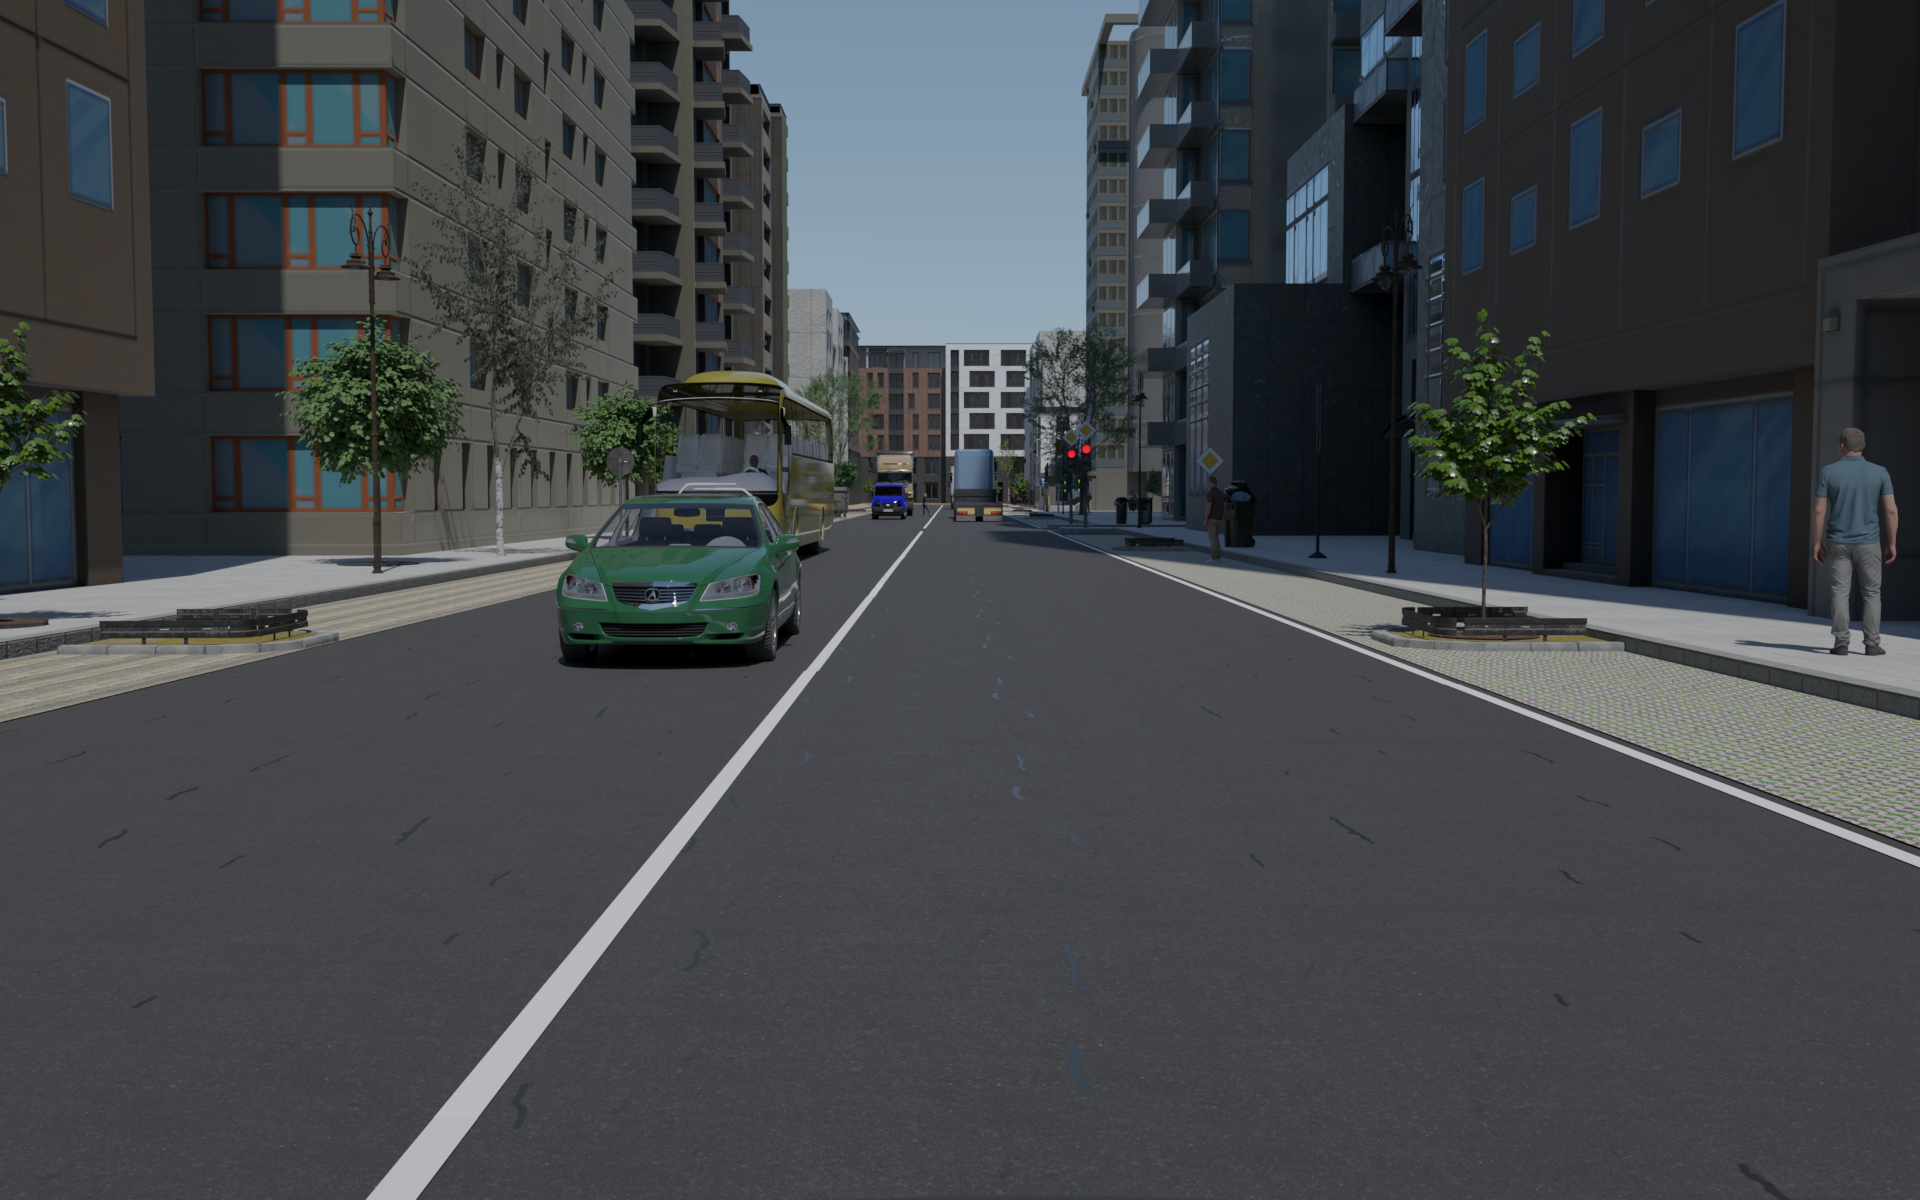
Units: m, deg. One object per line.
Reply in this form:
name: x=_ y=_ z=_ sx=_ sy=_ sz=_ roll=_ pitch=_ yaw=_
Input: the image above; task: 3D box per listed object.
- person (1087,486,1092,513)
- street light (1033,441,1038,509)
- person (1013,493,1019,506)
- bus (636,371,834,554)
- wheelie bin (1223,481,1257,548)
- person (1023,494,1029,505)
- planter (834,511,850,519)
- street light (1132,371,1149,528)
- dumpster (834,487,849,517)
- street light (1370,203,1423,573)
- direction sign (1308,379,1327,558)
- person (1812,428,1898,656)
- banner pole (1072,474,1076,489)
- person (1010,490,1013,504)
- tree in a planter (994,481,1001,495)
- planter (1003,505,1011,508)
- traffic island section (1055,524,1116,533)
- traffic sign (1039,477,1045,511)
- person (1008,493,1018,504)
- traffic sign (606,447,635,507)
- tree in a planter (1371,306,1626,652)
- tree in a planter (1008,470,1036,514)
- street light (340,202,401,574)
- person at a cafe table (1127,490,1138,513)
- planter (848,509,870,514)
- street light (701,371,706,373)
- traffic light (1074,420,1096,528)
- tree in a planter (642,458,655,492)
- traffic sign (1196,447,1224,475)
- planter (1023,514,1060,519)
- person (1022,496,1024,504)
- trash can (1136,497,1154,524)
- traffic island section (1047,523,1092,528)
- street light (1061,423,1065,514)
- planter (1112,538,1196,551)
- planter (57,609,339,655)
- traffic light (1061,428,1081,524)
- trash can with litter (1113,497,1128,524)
person: x=8.667 y=-6.856 z=118.005 sx=0.709 sy=1.838 sz=0.599 roll=-1 pitch=4 yaw=-12
street light: x=6.410 y=-10.725 z=148.148 sx=0.468 sy=5.910 sz=1.993 roll=0 pitch=4 yaw=0
person: x=6.194 y=-11.461 z=193.392 sx=0.705 sy=1.831 sz=1.348 roll=2 pitch=4 yaw=31
bus: x=-4.534 y=-2.860 z=38.305 sx=2.896 sy=3.916 sz=12.252 roll=0 pitch=4 yaw=1
wheelie bin: x=6.712 y=-2.065 z=41.679 sx=0.693 sy=1.594 sz=0.980 roll=-1 pitch=4 yaw=-23
person: x=7.984 y=-12.245 z=209.443 sx=0.628 sy=1.438 sz=0.799 roll=1 pitch=4 yaw=10
planter: x=-7.433 y=-4.727 z=98.426 sx=1.991 sy=0.319 sz=1.994 roll=0 pitch=4 yaw=0
street light: x=6.758 y=-5.642 z=65.034 sx=0.468 sy=5.910 sz=1.993 roll=0 pitch=4 yaw=0
dumpster: x=-7.742 y=-5.959 z=105.645 sx=1.865 sy=1.857 sz=1.264 roll=0 pitch=4 yaw=1
street light: x=6.993 y=-3.371 z=27.896 sx=0.468 sy=5.910 sz=1.993 roll=0 pitch=4 yaw=0
direction sign: x=7.161 y=-2.604 z=34.578 sx=0.379 sy=3.537 sz=0.876 roll=0 pitch=4 yaw=6
person: x=7.137 y=-0.468 z=13.815 sx=0.598 sy=1.807 sz=0.434 roll=2 pitch=4 yaw=33
banner pole: x=6.517 y=-6.746 z=100.314 sx=0.401 sy=3.779 sz=0.863 roll=-2 pitch=4 yaw=-27
person: x=6.523 y=-13.093 z=220.120 sx=0.705 sy=1.823 sz=1.348 roll=1 pitch=4 yaw=9
tree in a planter: x=4.082 y=-12.672 z=204.403 sx=1.991 sy=3.239 sz=1.994 roll=0 pitch=4 yaw=0
planter: x=4.232 y=-9.521 z=176.812 sx=1.991 sy=0.319 sz=1.994 roll=0 pitch=4 yaw=0
traffic island section: x=4.790 y=-2.662 z=65.802 sx=2.009 sy=0.180 sz=2.903 roll=0 pitch=4 yaw=0
traffic sign: x=6.191 y=-7.823 z=128.019 sx=0.768 sy=2.556 sz=0.104 roll=0 pitch=4 yaw=3
person: x=6.783 y=-13.294 z=223.357 sx=1.348 sy=1.831 sz=0.705 roll=1 pitch=4 yaw=23
traffic sign: x=-9.233 y=-2.874 z=47.099 sx=0.768 sy=2.556 sz=0.104 roll=0 pitch=4 yaw=1
tree in a planter: x=5.034 y=-1.182 z=16.548 sx=1.991 sy=3.239 sz=1.994 roll=0 pitch=4 yaw=0
tree in a planter: x=4.492 y=-7.867 z=125.849 sx=1.991 sy=3.239 sz=1.994 roll=0 pitch=4 yaw=0
street light: x=-9.419 y=-3.366 z=27.824 sx=0.468 sy=5.910 sz=1.993 roll=0 pitch=4 yaw=0
person at a cafe table: x=12.004 y=-6.812 z=119.888 sx=1.698 sy=1.524 sz=1.622 roll=-1 pitch=4 yaw=-13
planter: x=-7.573 y=-6.463 z=126.811 sx=1.991 sy=0.319 sz=1.994 roll=0 pitch=4 yaw=0
street light: x=-9.540 y=-5.640 z=65.008 sx=0.468 sy=5.910 sz=1.993 roll=0 pitch=4 yaw=0
traffic light: x=4.750 y=-4.695 z=65.688 sx=0.839 sy=4.253 sz=0.868 roll=0 pitch=4 yaw=0
tree in a planter: x=-7.154 y=-2.811 z=43.176 sx=1.991 sy=3.239 sz=1.994 roll=0 pitch=4 yaw=0
traffic sign: x=6.928 y=-2.947 z=47.920 sx=0.795 sy=2.593 sz=0.064 roll=0 pitch=4 yaw=6
planter: x=4.616 y=-4.728 z=98.445 sx=1.991 sy=0.319 sz=1.994 roll=0 pitch=4 yaw=0
person: x=8.456 y=-13.588 z=231.576 sx=0.541 sy=1.710 sz=0.530 roll=3 pitch=4 yaw=38
trash can: x=7.826 y=-3.765 z=73.214 sx=0.748 sy=1.137 sz=0.748 roll=0 pitch=3 yaw=0
traffic island section: x=4.750 y=-3.150 z=73.787 sx=2.009 sy=0.180 sz=2.903 roll=0 pitch=4 yaw=0
street light: x=6.609 y=-8.442 z=110.812 sx=0.468 sy=5.910 sz=1.993 roll=0 pitch=4 yaw=0
planter: x=4.893 y=-1.404 z=44.098 sx=1.991 sy=0.319 sz=1.994 roll=0 pitch=4 yaw=0
planter: x=-7.019 y=0.295 z=16.322 sx=1.991 sy=0.319 sz=1.994 roll=0 pitch=4 yaw=0
traffic light: x=4.710 y=-5.184 z=73.673 sx=0.839 sy=4.253 sz=0.868 roll=0 pitch=4 yaw=0
trash can with litter: x=6.856 y=-3.837 z=74.119 sx=0.624 sy=1.170 sz=1.055 roll=0 pitch=4 yaw=2
